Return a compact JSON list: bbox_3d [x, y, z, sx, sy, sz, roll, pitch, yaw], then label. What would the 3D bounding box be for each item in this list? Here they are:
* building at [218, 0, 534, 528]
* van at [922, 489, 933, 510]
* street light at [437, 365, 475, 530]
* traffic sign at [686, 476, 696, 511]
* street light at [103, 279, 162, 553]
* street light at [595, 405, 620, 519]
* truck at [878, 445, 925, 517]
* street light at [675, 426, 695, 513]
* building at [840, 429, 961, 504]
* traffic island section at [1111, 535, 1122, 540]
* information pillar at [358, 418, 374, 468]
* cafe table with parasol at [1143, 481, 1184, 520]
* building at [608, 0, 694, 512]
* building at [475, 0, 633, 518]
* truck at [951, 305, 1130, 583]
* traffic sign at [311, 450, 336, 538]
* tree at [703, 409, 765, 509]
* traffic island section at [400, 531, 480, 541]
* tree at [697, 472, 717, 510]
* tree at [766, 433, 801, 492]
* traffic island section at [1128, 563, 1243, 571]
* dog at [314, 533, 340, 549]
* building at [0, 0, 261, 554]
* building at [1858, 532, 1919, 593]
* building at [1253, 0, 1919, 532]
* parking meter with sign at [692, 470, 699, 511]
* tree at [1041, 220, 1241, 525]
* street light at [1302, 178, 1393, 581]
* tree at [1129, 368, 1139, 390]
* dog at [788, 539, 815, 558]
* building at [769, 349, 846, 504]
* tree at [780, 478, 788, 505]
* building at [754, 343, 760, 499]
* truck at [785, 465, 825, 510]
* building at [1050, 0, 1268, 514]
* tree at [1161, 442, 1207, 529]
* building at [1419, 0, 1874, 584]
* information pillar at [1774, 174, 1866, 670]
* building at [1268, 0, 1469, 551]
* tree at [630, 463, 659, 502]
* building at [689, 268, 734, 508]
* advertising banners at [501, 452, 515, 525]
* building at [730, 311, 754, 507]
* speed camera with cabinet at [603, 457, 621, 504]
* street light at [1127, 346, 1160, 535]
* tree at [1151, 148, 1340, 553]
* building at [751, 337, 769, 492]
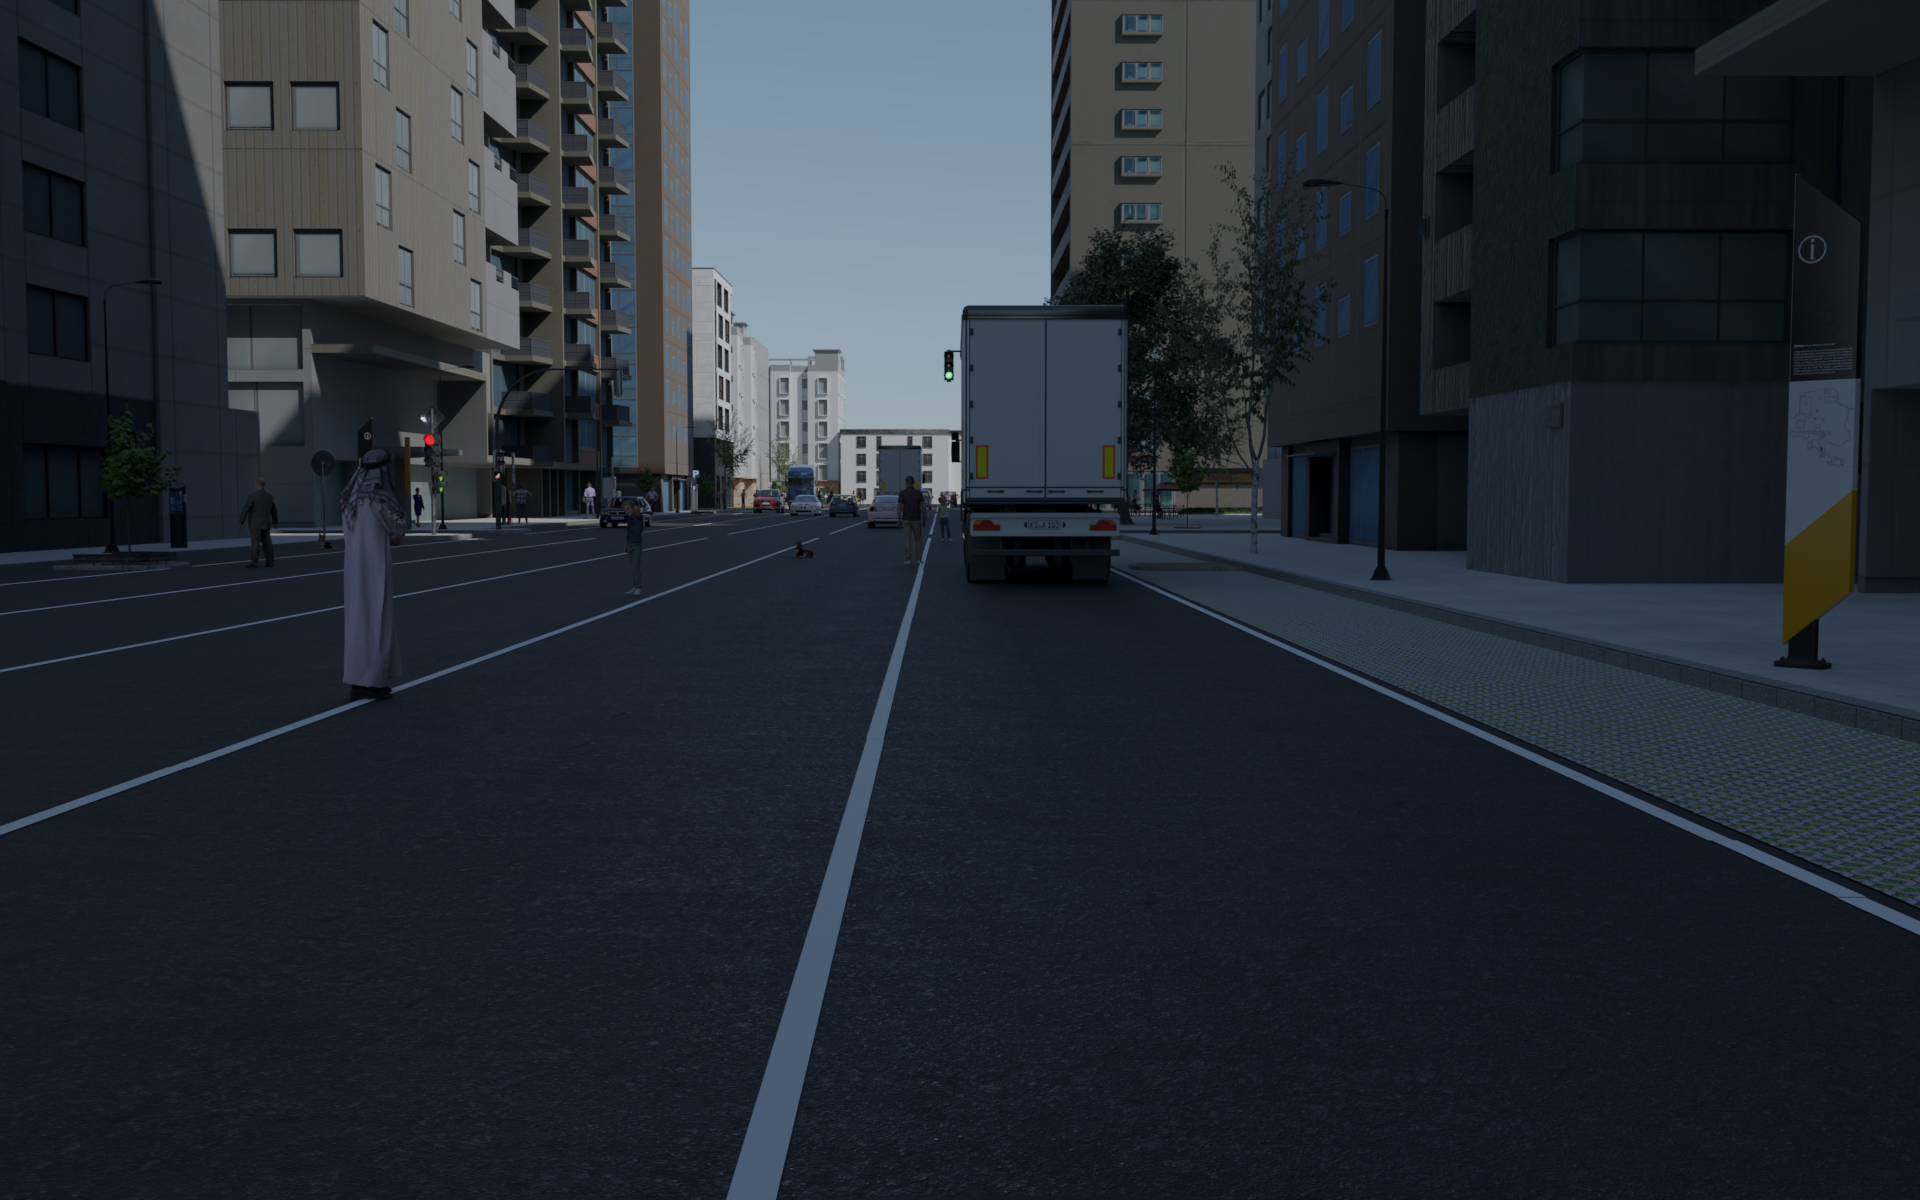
[{"bbox_3d":[-35.713,-29.791,76.317,28.713,52.752,27.495,0,4,-1],"label":"building"},{"bbox_3d":[-3.448,-9.255,158.328,2.013,2.044,4.112,0,4,0],"label":"van"},{"bbox_3d":[-18.160,-5.499,62.455,1.470,5.913,1.316,0,4,-1],"label":"street light"},{"bbox_3d":[-19.455,-7.658,125.312,0.768,2.556,0.104,1,4,9],"label":"traffic sign"},{"bbox_3d":[-17.894,-3.972,37.479,1.470,5.913,1.316,0,4,-1],"label":"street light"},{"bbox_3d":[-18.405,-7.212,90.449,1.470,5.913,1.316,0,4,-1],"label":"street light"},{"bbox_3d":[-3.548,-7.105,105.082,2.839,4.237,11.283,0,4,-1],"label":"truck"},{"bbox_3d":[-18.795,-8.917,118.340,1.470,5.913,1.316,0,4,-1],"label":"street light"},{"bbox_3d":[-1.529,-17.493,228.157,28.070,9.664,9.099,0,4,-1],"label":"building"},{"bbox_3d":[4.001,-1.998,54.943,2.009,0.180,2.903,0,4,-1],"label":"traffic island section"},{"bbox_3d":[-18.287,-3.794,53.391,0.504,3.616,0.183,0,4,6],"label":"information pillar"},{"bbox_3d":[10.536,-5.091,88.104,2.610,1.966,2.610,3,4,38],"label":"cafe table with parasol"},{"bbox_3d":[-27.583,-29.151,126.728,14.600,45.320,14.200,0,4,-1],"label":"building"},{"bbox_3d":[-32.479,-27.558,105.198,22.147,44.769,28.867,0,4,-1],"label":"building"},{"bbox_3d":[1.248,-2.594,31.324,2.839,4.237,11.283,0,4,0],"label":"truck"},{"bbox_3d":[-18.519,-3.075,50.380,0.768,2.556,0.104,1,4,9],"label":"traffic sign"},{"bbox_3d":[-19.680,-12.055,147.462,4.737,8.622,4.395,0,3,0],"label":"tree"},{"bbox_3d":[-16.639,-1.985,54.730,2.009,0.180,2.903,0,4,-1],"label":"traffic island section"},{"bbox_3d":[-20.356,-8.734,137.409,1.663,3.219,1.824,0,3,0],"label":"tree"},{"bbox_3d":[-20.566,-15.339,201.157,4.737,8.622,4.395,0,3,0],"label":"tree"},{"bbox_3d":[4.238,-0.618,32.976,1.991,0.108,1.994,0,4,-1],"label":"traffic island section"},{"bbox_3d":[-16.557,-1.541,45.384,0.748,0.427,0.550,-2,4,-27],"label":"dog"},{"bbox_3d":[-30.983,-36.752,39.151,20.611,71.187,20.563,0,4,-1],"label":"building"},{"bbox_3d":[22.906,-25.665,8.860,28.713,52.752,27.495,0,4,-1],"label":"building"},{"bbox_3d":[28.570,-29.853,77.342,27.495,52.752,28.713,0,4,-1],"label":"building"},{"bbox_3d":[-19.373,-7.961,126.429,0.543,3.016,1.738,-1,4,-14],"label":"parking meter with sign"},{"bbox_3d":[6.938,-9.513,72.550,9.611,12.733,9.660,0,3,0],"label":"tree"},{"bbox_3d":[5.732,-3.247,25.628,1.470,5.913,1.316,0,4,-1],"label":"street light"},{"bbox_3d":[6.705,-10.347,94.928,9.928,11.665,9.643,0,3,0],"label":"tree"},{"bbox_3d":[-3.571,-1.157,39.118,0.550,0.427,0.748,-1,4,-17],"label":"dog"},{"bbox_3d":[-21.302,-22.984,232.211,11.380,20.091,16.016,0,4,-1],"label":"building"},{"bbox_3d":[-21.263,-13.015,207.390,1.663,3.219,1.824,0,3,0],"label":"tree"},{"bbox_3d":[-30.054,-20.288,188.136,16.016,20.091,11.380,0,4,-1],"label":"building"},{"bbox_3d":[-14.692,-10.793,166.225,2.967,4.110,18.799,0,4,-1],"label":"truck"},{"bbox_3d":[17.733,-30.522,122.742,21.300,48.544,21.600,0,4,-1],"label":"building"},{"bbox_3d":[8.587,-4.285,64.661,1.663,3.219,1.824,0,3,0],"label":"tree"},{"bbox_3d":[15.621,-15.843,30.742,14.160,30.474,14.107,0,4,-1],"label":"building"},{"bbox_3d":[6.281,-1.301,12.629,0.183,3.616,0.504,-3,5,-40],"label":"information pillar"},{"bbox_3d":[16.328,-24.117,44.424,14.600,45.320,14.200,0,4,-1],"label":"building"},{"bbox_3d":[-19.602,-6.985,108.811,1.663,3.219,1.824,0,3,0],"label":"tree"},{"bbox_3d":[-36.074,-18.966,154.075,27.936,21.610,32.646,0,4,-1],"label":"building"},{"bbox_3d":[-18.655,-4.611,71.579,0.090,3.025,2.074,0,4,2],"label":"advertising banners"},{"bbox_3d":[-30.011,-19.584,176.621,16.016,20.091,11.380,0,4,-1],"label":"building"},{"bbox_3d":[-18.758,-6.056,93.357,0.660,3.252,2.038,0,4,1],"label":"speed camera with cabinet"},{"bbox_3d":[5.555,-4.997,54.238,1.470,5.913,1.316,0,4,-1],"label":"street light"},{"bbox_3d":[6.330,-5.329,37.497,4.360,8.622,3.978,0,3,0],"label":"tree"},{"bbox_3d":[-39.071,-20.633,203.801,31.486,18.905,16.747,0,4,-1],"label":"building"}]
